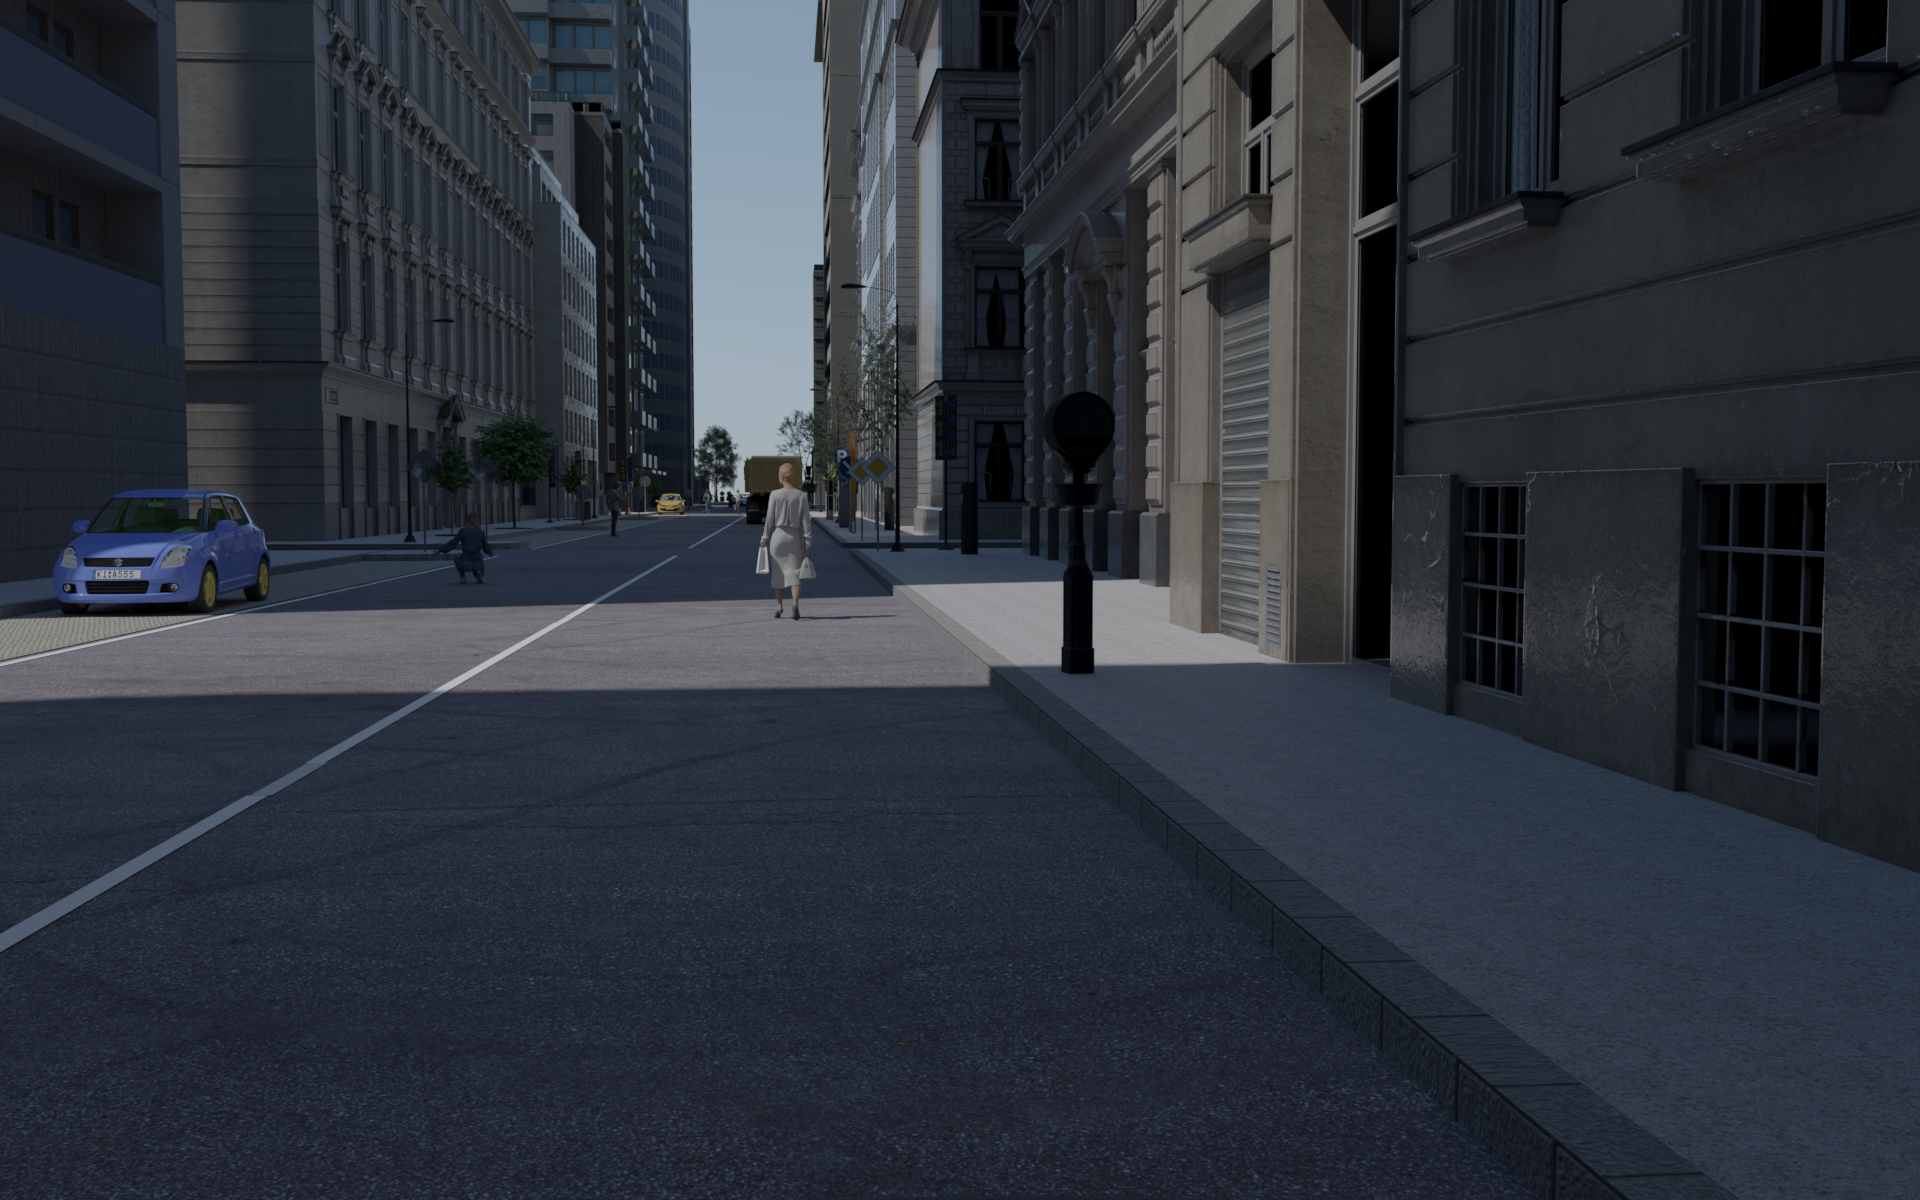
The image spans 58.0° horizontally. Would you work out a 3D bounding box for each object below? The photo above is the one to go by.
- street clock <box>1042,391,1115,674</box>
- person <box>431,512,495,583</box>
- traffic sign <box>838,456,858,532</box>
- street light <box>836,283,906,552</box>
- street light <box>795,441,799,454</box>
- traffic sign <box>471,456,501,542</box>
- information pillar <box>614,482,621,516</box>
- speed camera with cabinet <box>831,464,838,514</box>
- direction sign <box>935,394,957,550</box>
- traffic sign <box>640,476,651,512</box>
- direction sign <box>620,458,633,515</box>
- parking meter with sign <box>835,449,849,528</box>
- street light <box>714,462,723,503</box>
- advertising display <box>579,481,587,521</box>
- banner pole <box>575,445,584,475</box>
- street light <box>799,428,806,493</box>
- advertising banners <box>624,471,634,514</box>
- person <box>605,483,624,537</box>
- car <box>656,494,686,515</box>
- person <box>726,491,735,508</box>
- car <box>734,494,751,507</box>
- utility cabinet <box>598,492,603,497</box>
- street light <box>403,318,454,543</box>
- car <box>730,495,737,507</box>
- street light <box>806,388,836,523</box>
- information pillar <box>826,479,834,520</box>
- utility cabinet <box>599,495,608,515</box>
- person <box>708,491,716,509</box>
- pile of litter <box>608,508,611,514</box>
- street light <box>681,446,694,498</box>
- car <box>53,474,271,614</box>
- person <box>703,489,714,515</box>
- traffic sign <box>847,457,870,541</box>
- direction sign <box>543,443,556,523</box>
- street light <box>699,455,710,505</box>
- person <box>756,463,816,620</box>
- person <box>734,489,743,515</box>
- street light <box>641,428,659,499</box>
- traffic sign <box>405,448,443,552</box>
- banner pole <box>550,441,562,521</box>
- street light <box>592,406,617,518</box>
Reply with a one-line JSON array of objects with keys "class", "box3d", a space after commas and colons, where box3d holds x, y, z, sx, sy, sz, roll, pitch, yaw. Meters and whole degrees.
[{"class": "street clock", "box3d": [0.845, -0.477, 12.371, 0.471, 2.002, 0.358, -1, 4, -17]}, {"class": "person", "box3d": [-7.980, -0.849, 27.879, 1.012, 1.151, 0.738, -1, 4, -21]}, {"class": "traffic sign", "box3d": [-3.712, -3.560, 58.311, 0.768, 2.556, 0.104, 0, 4, -1]}, {"class": "street light", "box3d": [-1.926, -4.023, 38.323, 1.470, 5.913, 1.316, 0, 4, -6]}, {"class": "street light", "box3d": [-13.493, -10.968, 151.869, 1.470, 5.913, 1.316, 0, 4, -6]}, {"class": "traffic sign", "box3d": [-12.616, -2.599, 46.129, 0.795, 2.450, 0.064, 0, 4, -6]}, {"class": "information pillar", "box3d": [-20.135, -5.955, 101.857, 0.304, 2.012, 0.304, 2, 4, 27]}, {"class": "speed camera with cabinet", "box3d": [-8.318, -7.270, 113.201, 0.660, 3.252, 2.038, 0, 4, 6]}, {"class": "direction sign", "box3d": [-0.323, -2.920, 39.739, 0.379, 3.537, 0.876, -2, 4, -33]}, {"class": "traffic sign", "box3d": [-21.901, -7.365, 120.520, 0.768, 2.556, 0.104, 0, 4, 1]}, {"class": "direction sign", "box3d": [-20.717, -7.069, 107.580, 0.876, 3.537, 0.379, -3, 4, -37]}, {"class": "parking meter with sign", "box3d": [-4.490, -4.301, 66.580, 0.543, 3.016, 1.738, 0, 4, -7]}, {"class": "street light", "box3d": [-34.892, -16.964, 249.902, 1.470, 5.913, 1.316, 0, 4, -6]}, {"class": "advertising display", "box3d": [-17.999, -4.740, 82.709, 0.123, 1.923, 0.974, 0, 4, 5]}, {"class": "banner pole", "box3d": [-19.292, -5.994, 88.021, 0.863, 3.779, 0.401, 3, 4, 36]}, {"class": "street light", "box3d": [-10.307, -9.098, 121.299, 1.470, 5.913, 1.316, 0, 4, -6]}, {"class": "advertising banners", "box3d": [-21.508, -7.121, 112.617, 0.090, 3.025, 2.074, -2, 4, -26]}, {"class": "person", "box3d": [-11.653, -3.044, 58.450, 0.473, 1.802, 0.592, -3, 5, -39]}, {"class": "car", "box3d": [-19.890, -6.668, 119.244, 2.015, 1.641, 3.980, 0, 4, -7]}, {"class": "person", "box3d": [-23.905, -10.476, 180.336, 0.990, 1.755, 0.434, 1, 4, 13]}, {"class": "car", "box3d": [-21.645, -9.930, 174.156, 2.131, 1.459, 4.920, 0, 4, -6]}, {"class": "utility cabinet", "box3d": [-23.057, -6.133, 108.951, 1.173, 1.500, 0.318, -1, 4, -20]}, {"class": "street light", "box3d": [-14.045, -4.481, 45.802, 1.470, 5.913, 1.316, 0, 4, -6]}, {"class": "car", "box3d": [-25.110, -11.171, 195.225, 1.945, 1.354, 3.894, 0, 4, -7]}, {"class": "street light", "box3d": [-5.878, -6.331, 76.058, 1.470, 5.913, 1.316, 0, 4, -6]}, {"class": "information pillar", "box3d": [-6.506, -5.024, 86.638, 0.304, 2.012, 0.304, -1, 4, -22]}, {"class": "utility cabinet", "box3d": [-21.645, -5.744, 105.079, 0.306, 1.237, 1.020, -2, 4, -26]}, {"class": "person", "box3d": [-23.259, -9.285, 161.018, 1.217, 1.736, 0.721, -1, 4, -11]}, {"class": "pile of litter", "box3d": [-23.758, -6.232, 115.859, 1.176, 0.858, 1.719, 0, 4, -7]}, {"class": "street light", "box3d": [-26.391, -11.918, 167.407, 1.470, 5.913, 1.316, 0, 4, -6]}, {"class": "car", "box3d": [-9.950, -0.743, 21.735, 1.945, 1.707, 3.694, 0, 4, -7]}, {"class": "person", "box3d": [-17.221, -6.700, 118.387, 0.623, 1.781, 0.721, -2, 4, -32]}, {"class": "traffic sign", "box3d": [-2.671, -2.659, 47.118, 0.795, 2.450, 0.064, 0, 4, -6]}, {"class": "direction sign", "box3d": [-18.354, -5.226, 77.442, 0.379, 3.537, 0.876, 1, 4, 23]}, {"class": "street light", "box3d": [-30.223, -14.198, 204.685, 1.470, 5.913, 1.316, 0, 4, -6]}, {"class": "person", "box3d": [-1.999, -0.667, 19.758, 0.694, 1.780, 0.624, 0, 4, 1]}, {"class": "person", "box3d": [-15.016, -6.641, 117.570, 0.515, 1.767, 0.782, -1, 4, -18]}, {"class": "street light", "box3d": [-21.880, -9.139, 121.958, 1.470, 5.913, 1.316, 0, 4, -6]}, {"class": "traffic sign", "box3d": [-11.806, -2.113, 38.185, 0.795, 2.450, 0.064, 0, 4, -6]}, {"class": "banner pole", "box3d": [-19.209, -5.633, 82.121, 0.863, 3.779, 0.401, 3, 5, 42]}, {"class": "street light", "box3d": [-18.700, -7.246, 91.021, 1.470, 5.913, 1.316, 0, 4, -6]}]
